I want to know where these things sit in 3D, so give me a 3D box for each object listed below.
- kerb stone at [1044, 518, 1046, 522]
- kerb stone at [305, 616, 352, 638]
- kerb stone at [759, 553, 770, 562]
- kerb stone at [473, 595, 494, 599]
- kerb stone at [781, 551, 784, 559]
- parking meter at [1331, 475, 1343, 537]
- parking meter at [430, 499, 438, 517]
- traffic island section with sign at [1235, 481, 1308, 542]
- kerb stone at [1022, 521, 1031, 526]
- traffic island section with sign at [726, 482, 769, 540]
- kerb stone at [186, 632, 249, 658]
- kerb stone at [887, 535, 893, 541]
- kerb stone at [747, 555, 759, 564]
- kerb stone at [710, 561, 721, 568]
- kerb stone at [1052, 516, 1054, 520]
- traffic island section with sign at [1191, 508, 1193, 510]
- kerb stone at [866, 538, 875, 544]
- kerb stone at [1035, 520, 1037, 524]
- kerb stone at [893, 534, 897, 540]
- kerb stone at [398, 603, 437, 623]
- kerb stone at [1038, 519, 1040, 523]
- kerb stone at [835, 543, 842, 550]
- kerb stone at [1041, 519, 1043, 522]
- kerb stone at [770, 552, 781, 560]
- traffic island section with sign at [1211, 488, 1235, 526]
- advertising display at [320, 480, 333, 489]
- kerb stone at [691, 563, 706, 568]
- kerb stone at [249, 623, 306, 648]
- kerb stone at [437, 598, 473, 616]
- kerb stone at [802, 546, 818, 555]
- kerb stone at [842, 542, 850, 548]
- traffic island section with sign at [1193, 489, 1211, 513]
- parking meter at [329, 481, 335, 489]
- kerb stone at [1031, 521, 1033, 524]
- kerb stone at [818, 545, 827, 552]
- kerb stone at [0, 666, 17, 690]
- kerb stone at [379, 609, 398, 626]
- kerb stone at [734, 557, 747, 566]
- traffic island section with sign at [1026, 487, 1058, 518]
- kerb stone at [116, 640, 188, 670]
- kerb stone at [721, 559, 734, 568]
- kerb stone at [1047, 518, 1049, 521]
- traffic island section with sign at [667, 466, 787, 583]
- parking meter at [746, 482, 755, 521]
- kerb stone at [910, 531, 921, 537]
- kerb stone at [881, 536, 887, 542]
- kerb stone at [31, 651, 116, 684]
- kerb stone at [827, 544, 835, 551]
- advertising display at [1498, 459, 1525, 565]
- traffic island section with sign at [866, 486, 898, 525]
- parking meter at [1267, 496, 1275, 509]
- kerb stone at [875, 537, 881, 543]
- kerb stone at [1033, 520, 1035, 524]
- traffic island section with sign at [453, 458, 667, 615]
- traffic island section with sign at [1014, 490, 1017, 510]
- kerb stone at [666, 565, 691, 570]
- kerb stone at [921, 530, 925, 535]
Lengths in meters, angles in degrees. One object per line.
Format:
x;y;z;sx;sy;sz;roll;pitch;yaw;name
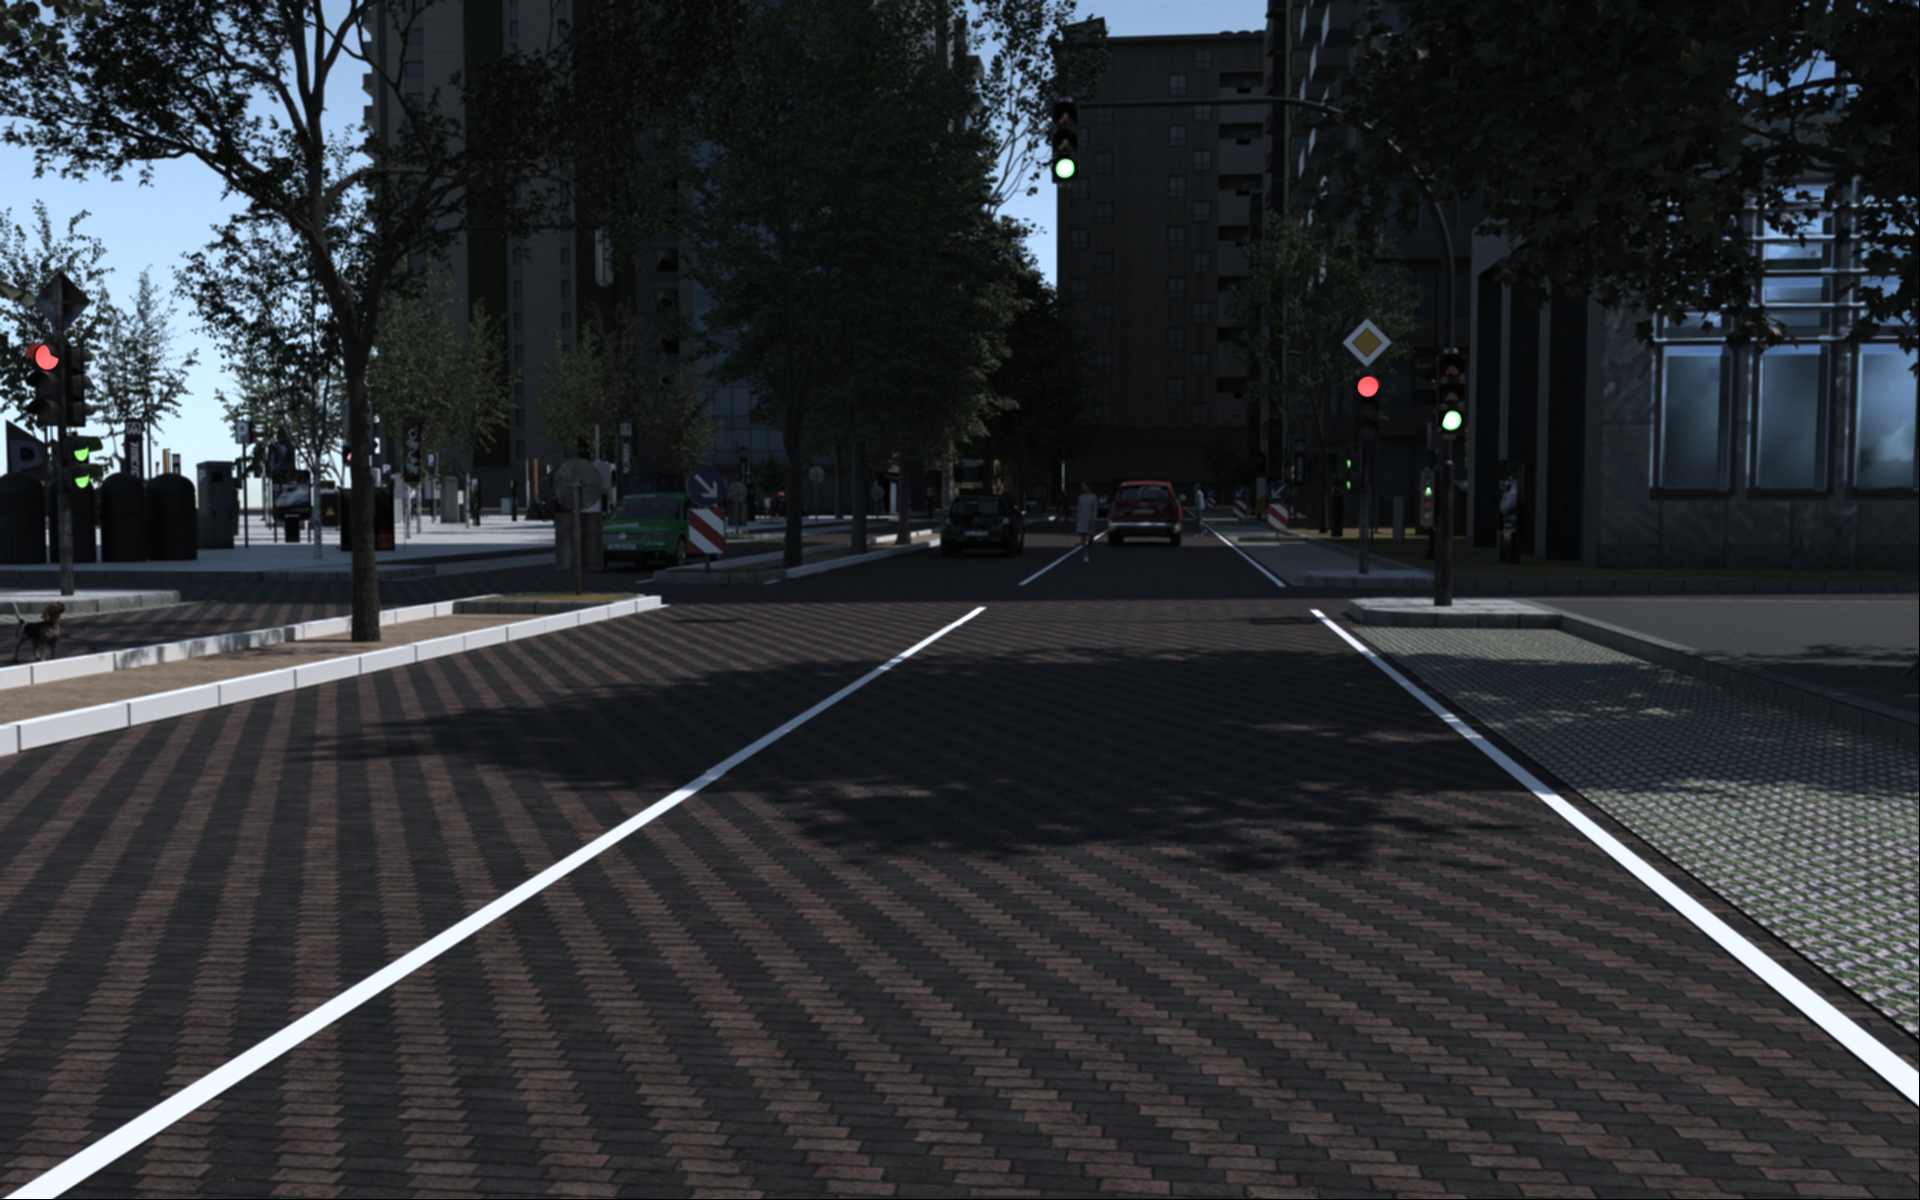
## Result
4.181;-4.085;88.988;0.120;0.150;1.000;0;4;7;kerb stone
-6.454;0.285;17.541;0.120;0.150;1.000;0;4;7;kerb stone
-4.207;-0.864;36.384;0.120;0.150;1.000;0;4;7;kerb stone
-5.970;0.036;21.611;0.120;0.150;1.000;0;4;7;kerb stone
-3.958;-0.992;38.415;0.120;0.150;1.000;0;4;7;kerb stone
11.246;-2.809;51.638;0.255;1.863;0.399;0;4;-6;parking meter
-30.122;-5.709;99.055;0.399;1.863;0.255;0;4;2;parking meter
9.433;-2.669;52.264;1.989;1.847;2.006;0;4;7;traffic island section with sign
3.077;-3.525;79.833;0.120;0.150;1.000;0;4;7;kerb stone
-7.095;-2.808;54.543;1.989;1.847;2.006;0;4;7;traffic island section with sign
-6.704;0.410;15.498;0.120;0.150;1.000;0;4;7;kerb stone
-2.266;-1.862;52.637;0.120;0.150;1.000;0;4;7;kerb stone
-4.325;-0.806;35.366;0.120;0.150;1.000;0;4;7;kerb stone
-4.689;-0.618;32.292;0.120;0.150;1.000;0;4;7;kerb stone
4.907;-4.451;95.096;0.120;0.150;1.000;0;4;7;kerb stone
21.752;-8.995;155.703;1.989;1.847;2.006;0;4;7;traffic island section with sign
-2.637;-1.676;49.592;0.120;0.150;1.000;0;4;7;kerb stone
3.445;-3.711;82.880;0.120;0.150;1.000;0;4;7;kerb stone
-2.149;-1.922;53.653;0.120;0.150;1.000;0;4;7;kerb stone
-6.211;0.160;19.581;0.120;0.150;1.000;0;4;7;kerb stone
3.693;-3.836;84.915;0.120;0.150;1.000;0;4;7;kerb stone
-3.239;-1.362;44.507;0.120;0.150;1.000;0;4;7;kerb stone
3.935;-3.954;86.958;0.120;0.150;1.000;0;4;7;kerb stone
-4.085;-0.926;37.399;0.120;0.150;1.000;0;4;7;kerb stone
12.627;-4.306;79.030;1.989;1.847;2.006;0;4;7;traffic island section with sign
-30.140;-4.706;82.160;0.974;1.923;0.123;0;4;-6;advertising display
-4.810;-0.553;31.269;0.120;0.150;1.000;0;4;7;kerb stone
-6.570;0.354;16.523;0.120;0.150;1.000;0;4;7;kerb stone
-6.083;0.098;20.595;0.120;0.150;1.000;0;4;7;kerb stone
-3.608;-1.176;41.462;0.120;0.150;1.000;0;4;7;kerb stone
-3.115;-1.427;45.523;0.120;0.150;1.000;0;4;7;kerb stone
18.566;-7.358;128.936;1.989;1.847;2.006;0;4;7;traffic island section with sign
-28.041;-4.383;77.380;0.255;1.863;0.399;-1;4;-17;parking meter
3.205;-3.587;80.850;0.120;0.150;1.000;0;4;7;kerb stone
-3.481;-1.240;42.477;0.120;0.150;1.000;0;4;7;kerb stone
-7.057;0.596;12.443;0.120;0.150;1.000;0;4;7;kerb stone
-6.328;0.223;18.557;0.120;0.150;1.000;0;4;7;kerb stone
-4.451;-0.740;34.349;0.120;0.150;1.000;0;4;7;kerb stone
4.845;-5.824;103.363;2.006;1.907;1.989;0;4;7;traffic island section with sign
-6.814;0.473;14.482;0.120;0.150;1.000;0;4;7;kerb stone
-4.571;-0.679;33.324;0.120;0.150;1.000;0;4;7;kerb stone
4.432;-4.210;91.029;0.120;0.150;1.000;0;4;7;kerb stone
-4.036;-1.261;28.749;2.006;1.907;1.989;0;4;7;traffic island section with sign
-9.839;-4.629;81.388;0.399;1.863;0.255;-2;4;-28;parking meter
-1.543;-2.233;58.731;0.120;0.150;1.000;0;4;7;kerb stone
-2.390;-1.796;51.623;0.120;0.150;1.000;0;4;7;kerb stone
-6.937;0.534;13.464;0.120;0.150;1.000;0;4;7;kerb stone
-3.354;-1.302;43.491;0.120;0.150;1.000;0;4;7;kerb stone
10.143;-1.633;31.908;0.123;1.923;0.974;0;4;-3;advertising display
-3.895;-4.445;81.308;1.989;1.847;2.006;0;4;7;traffic island section with sign
15.156;-4.644;84.332;0.372;1.533;0.369;0;3;0;parking meter
-2.510;-1.738;50.607;0.120;0.150;1.000;0;4;7;kerb stone
3.325;-3.650;81.865;0.120;0.150;1.000;0;4;7;kerb stone
-4.922;-0.811;21.395;2.006;1.907;1.989;0;4;7;traffic island section with sign
5.269;-9.149;158.215;1.989;1.847;2.006;0;4;7;traffic island section with sign
-4.941;-0.493;30.249;0.120;0.150;1.000;0;4;7;kerb stone
-1.422;-2.295;59.760;0.120;0.150;1.000;0;4;7;kerb stone
